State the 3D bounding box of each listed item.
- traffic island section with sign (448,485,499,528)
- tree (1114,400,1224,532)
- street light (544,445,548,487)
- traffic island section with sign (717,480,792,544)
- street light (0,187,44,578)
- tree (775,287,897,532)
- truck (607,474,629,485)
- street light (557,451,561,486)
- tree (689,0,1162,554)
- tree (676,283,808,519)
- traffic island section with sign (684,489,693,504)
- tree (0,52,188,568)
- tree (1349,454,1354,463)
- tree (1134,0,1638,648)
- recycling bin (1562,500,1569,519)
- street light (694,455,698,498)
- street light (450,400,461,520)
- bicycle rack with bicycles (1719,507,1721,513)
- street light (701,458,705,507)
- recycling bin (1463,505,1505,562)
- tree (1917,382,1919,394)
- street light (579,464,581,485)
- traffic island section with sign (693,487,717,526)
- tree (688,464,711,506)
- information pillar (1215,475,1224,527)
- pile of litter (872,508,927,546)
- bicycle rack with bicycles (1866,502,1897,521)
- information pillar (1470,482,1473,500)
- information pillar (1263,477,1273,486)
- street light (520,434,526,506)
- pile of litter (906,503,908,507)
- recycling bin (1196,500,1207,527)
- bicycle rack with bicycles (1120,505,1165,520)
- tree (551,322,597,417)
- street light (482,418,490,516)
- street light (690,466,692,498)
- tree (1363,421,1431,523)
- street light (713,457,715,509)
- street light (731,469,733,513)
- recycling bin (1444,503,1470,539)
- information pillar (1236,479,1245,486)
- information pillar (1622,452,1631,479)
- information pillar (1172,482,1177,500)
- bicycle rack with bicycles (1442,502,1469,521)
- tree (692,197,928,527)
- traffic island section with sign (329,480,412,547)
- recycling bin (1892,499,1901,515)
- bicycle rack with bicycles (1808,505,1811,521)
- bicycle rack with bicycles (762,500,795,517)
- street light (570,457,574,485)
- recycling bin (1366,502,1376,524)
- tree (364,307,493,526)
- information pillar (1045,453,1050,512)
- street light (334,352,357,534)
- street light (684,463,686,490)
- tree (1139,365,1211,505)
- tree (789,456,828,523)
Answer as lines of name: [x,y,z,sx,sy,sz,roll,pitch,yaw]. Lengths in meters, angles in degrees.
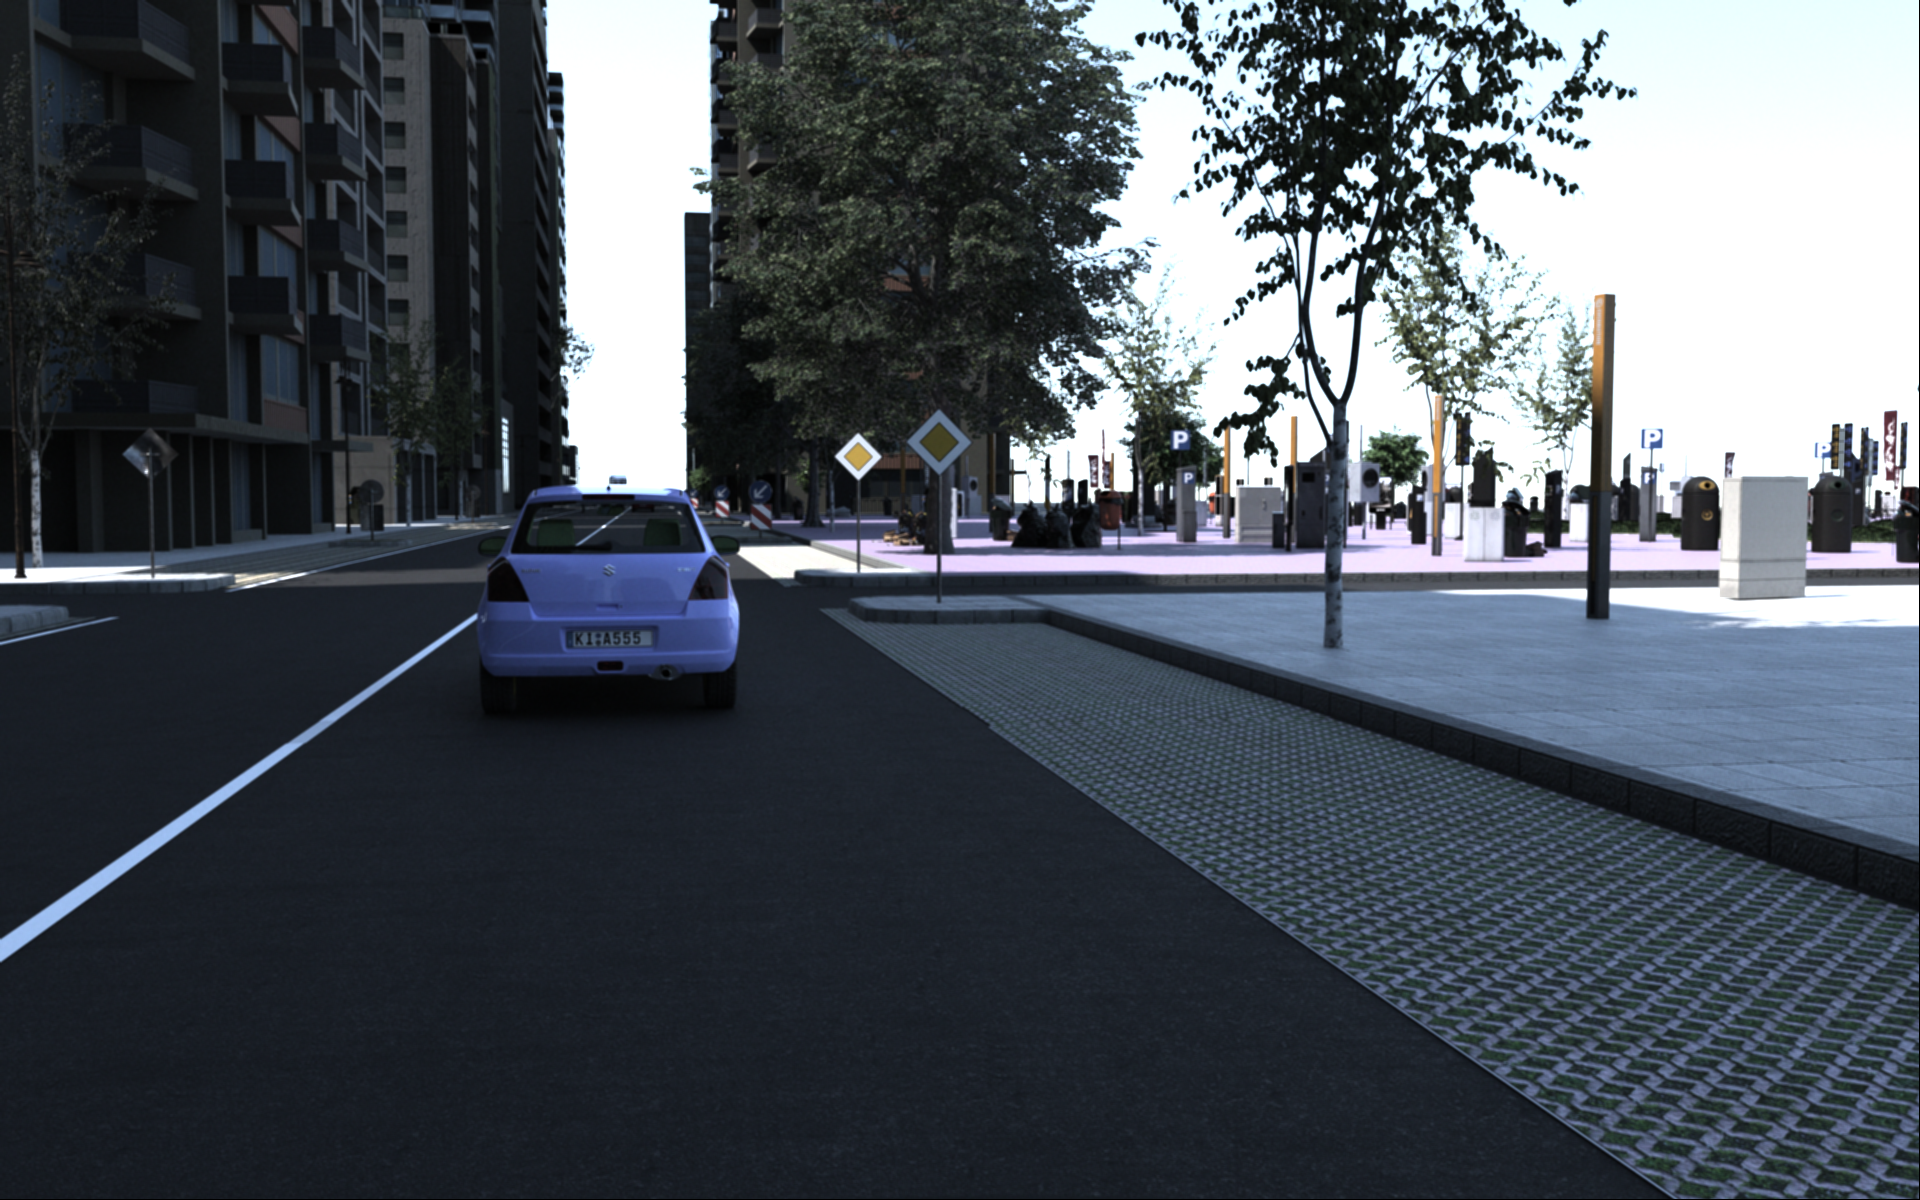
traffic island section with sign: [-20.973,-4.039,74.661,1.989,1.847,2.006,-1,4,-10]
tree: [6.917,-4.596,58.865,4.285,4.588,4.351,0,3,0]
street light: [-38.389,-11.499,160.797,0.468,5.910,1.993,-1,4,-10]
traffic island section with sign: [-5.995,-2.577,50.755,1.989,1.847,2.006,-1,4,-10]
street light: [-14.325,-3.269,26.231,0.468,5.910,1.993,-1,4,-10]
tree: [-4.243,-6.580,57.943,4.360,8.622,3.978,0,3,0]
truck: [-47.900,-15.471,242.703,2.967,4.110,18.799,-1,4,-11]
street light: [-42.393,-12.878,183.350,0.468,5.910,1.993,-1,4,-10]
tree: [-0.563,-7.971,36.974,9.857,13.997,8.962,0,3,0]
tree: [-9.164,-10.848,87.742,12.009,13.543,11.850,0,3,0]
traffic island section with sign: [-19.583,-7.215,126.587,1.989,1.847,2.006,-1,4,-10]
tree: [-15.878,-4.872,30.016,4.360,8.622,3.978,0,3,0]
tree: [18.505,-5.384,82.636,1.663,3.219,1.824,0,3,0]
tree: [3.296,-3.919,14.432,4.737,8.622,4.395,0,3,0]
recycling bin: [27.457,-4.000,77.957,0.722,1.027,0.722,2,4,30]
street light: [-30.341,-13.873,199.604,0.468,5.910,1.993,-1,4,-10]
street light: [-24.875,-6.889,85.426,0.468,5.910,1.993,-1,4,-10]
bicycle rack with bicycles: [38.395,-4.522,87.310,2.925,0.926,2.852,2,4,32]
street light: [-26.258,-12.509,177.310,0.468,5.910,1.993,-1,4,-10]
recycling bin: [9.958,-1.247,32.938,0.722,1.027,0.722,1,4,14]
tree: [5.055,-3.414,6.180,4.737,8.622,4.395,0,3,0]
street light: [-53.363,-16.555,243.459,0.468,5.910,1.993,-1,4,-10]
traffic island section with sign: [-10.755,-4.199,77.289,1.989,1.847,2.006,-1,4,-10]
tree: [-27.991,-12.553,188.947,4.285,4.588,4.351,0,3,0]
information pillar: [10.273,-3.902,68.295,0.304,2.012,0.304,-3,5,-43]
pile of litter: [-1.222,-1.808,43.528,1.719,0.858,1.176,-3,5,-43]
bicycle rack with bicycles: [40.053,-3.858,76.461,2.925,0.926,2.852,0,4,0]
information pillar: [31.521,-6.240,106.520,0.304,2.012,0.304,1,4,13]
information pillar: [13.188,-4.258,74.116,0.304,2.012,0.304,-3,5,-44]
street light: [-33.105,-9.685,131.135,0.468,5.910,1.993,-1,4,-10]
pile of litter: [-3.169,-4.927,94.516,1.719,0.858,1.176,-1,4,-10]
recycling bin: [9.307,-3.434,68.701,0.722,1.027,0.722,-2,4,-32]
bicycle rack with bicycles: [9.384,-4.352,84.540,2.925,0.926,2.852,3,5,41]
tree: [-43.445,-19.455,173.983,12.611,20.169,13.585,0,3,0]
street light: [-27.770,-7.872,101.496,0.468,5.910,1.993,-1,4,-10]
street light: [-35.577,-15.676,229.093,0.468,5.910,1.993,-1,4,-10]
tree: [19.569,-5.776,78.145,4.285,4.588,4.351,0,3,0]
street light: [-20.986,-10.697,147.679,0.468,5.910,1.993,-1,4,-10]
street light: [-15.450,-8.830,117.164,0.468,5.910,1.993,-1,4,-10]
recycling bin: [14.267,-2.252,49.374,0.722,1.027,0.722,2,4,33]
information pillar: [13.225,-4.729,81.810,0.304,2.012,0.304,-3,5,-42]
information pillar: [36.790,-6.375,95.580,0.504,3.616,0.183,-1,4,-17]
information pillar: [11.813,-6.322,94.719,0.504,3.616,0.183,1,4,14]
bicycle rack with bicycles: [23.064,-4.154,81.303,2.925,0.926,2.852,-2,4,-32]
tree: [-5.597,-9.176,67.039,9.611,12.733,9.660,0,3,0]
traffic island section with sign: [-16.088,-2.369,47.364,1.989,1.847,2.006,-1,4,-10]
recycling bin: [48.092,-4.638,88.377,0.722,1.027,0.722,0,4,5]
bicycle rack with bicycles: [42.042,-4.692,90.089,2.925,0.926,2.852,-1,4,-21]
bicycle rack with bicycles: [-10.204,-5.227,98.851,2.852,0.926,2.925,0,4,-7]
street light: [-47.844,-14.712,213.330,0.468,5.910,1.993,-1,4,-10]
recycling bin: [17.944,-3.817,74.958,0.722,1.027,0.722,2,4,26]
tree: [-21.936,-7.270,69.227,4.737,8.622,4.395,0,3,0]
information pillar: [4.992,-6.560,98.612,0.183,3.616,0.504,-2,4,-30]
street light: [-19.796,-5.084,55.909,0.468,5.910,1.993,-1,4,-10]
street light: [-41.089,-17.526,259.331,0.468,5.910,1.993,-1,4,-10]
tree: [11.679,-8.987,97.305,4.360,8.622,3.978,0,3,0]
tree: [-6.600,-5.063,77.383,1.663,3.219,1.824,0,3,0]
